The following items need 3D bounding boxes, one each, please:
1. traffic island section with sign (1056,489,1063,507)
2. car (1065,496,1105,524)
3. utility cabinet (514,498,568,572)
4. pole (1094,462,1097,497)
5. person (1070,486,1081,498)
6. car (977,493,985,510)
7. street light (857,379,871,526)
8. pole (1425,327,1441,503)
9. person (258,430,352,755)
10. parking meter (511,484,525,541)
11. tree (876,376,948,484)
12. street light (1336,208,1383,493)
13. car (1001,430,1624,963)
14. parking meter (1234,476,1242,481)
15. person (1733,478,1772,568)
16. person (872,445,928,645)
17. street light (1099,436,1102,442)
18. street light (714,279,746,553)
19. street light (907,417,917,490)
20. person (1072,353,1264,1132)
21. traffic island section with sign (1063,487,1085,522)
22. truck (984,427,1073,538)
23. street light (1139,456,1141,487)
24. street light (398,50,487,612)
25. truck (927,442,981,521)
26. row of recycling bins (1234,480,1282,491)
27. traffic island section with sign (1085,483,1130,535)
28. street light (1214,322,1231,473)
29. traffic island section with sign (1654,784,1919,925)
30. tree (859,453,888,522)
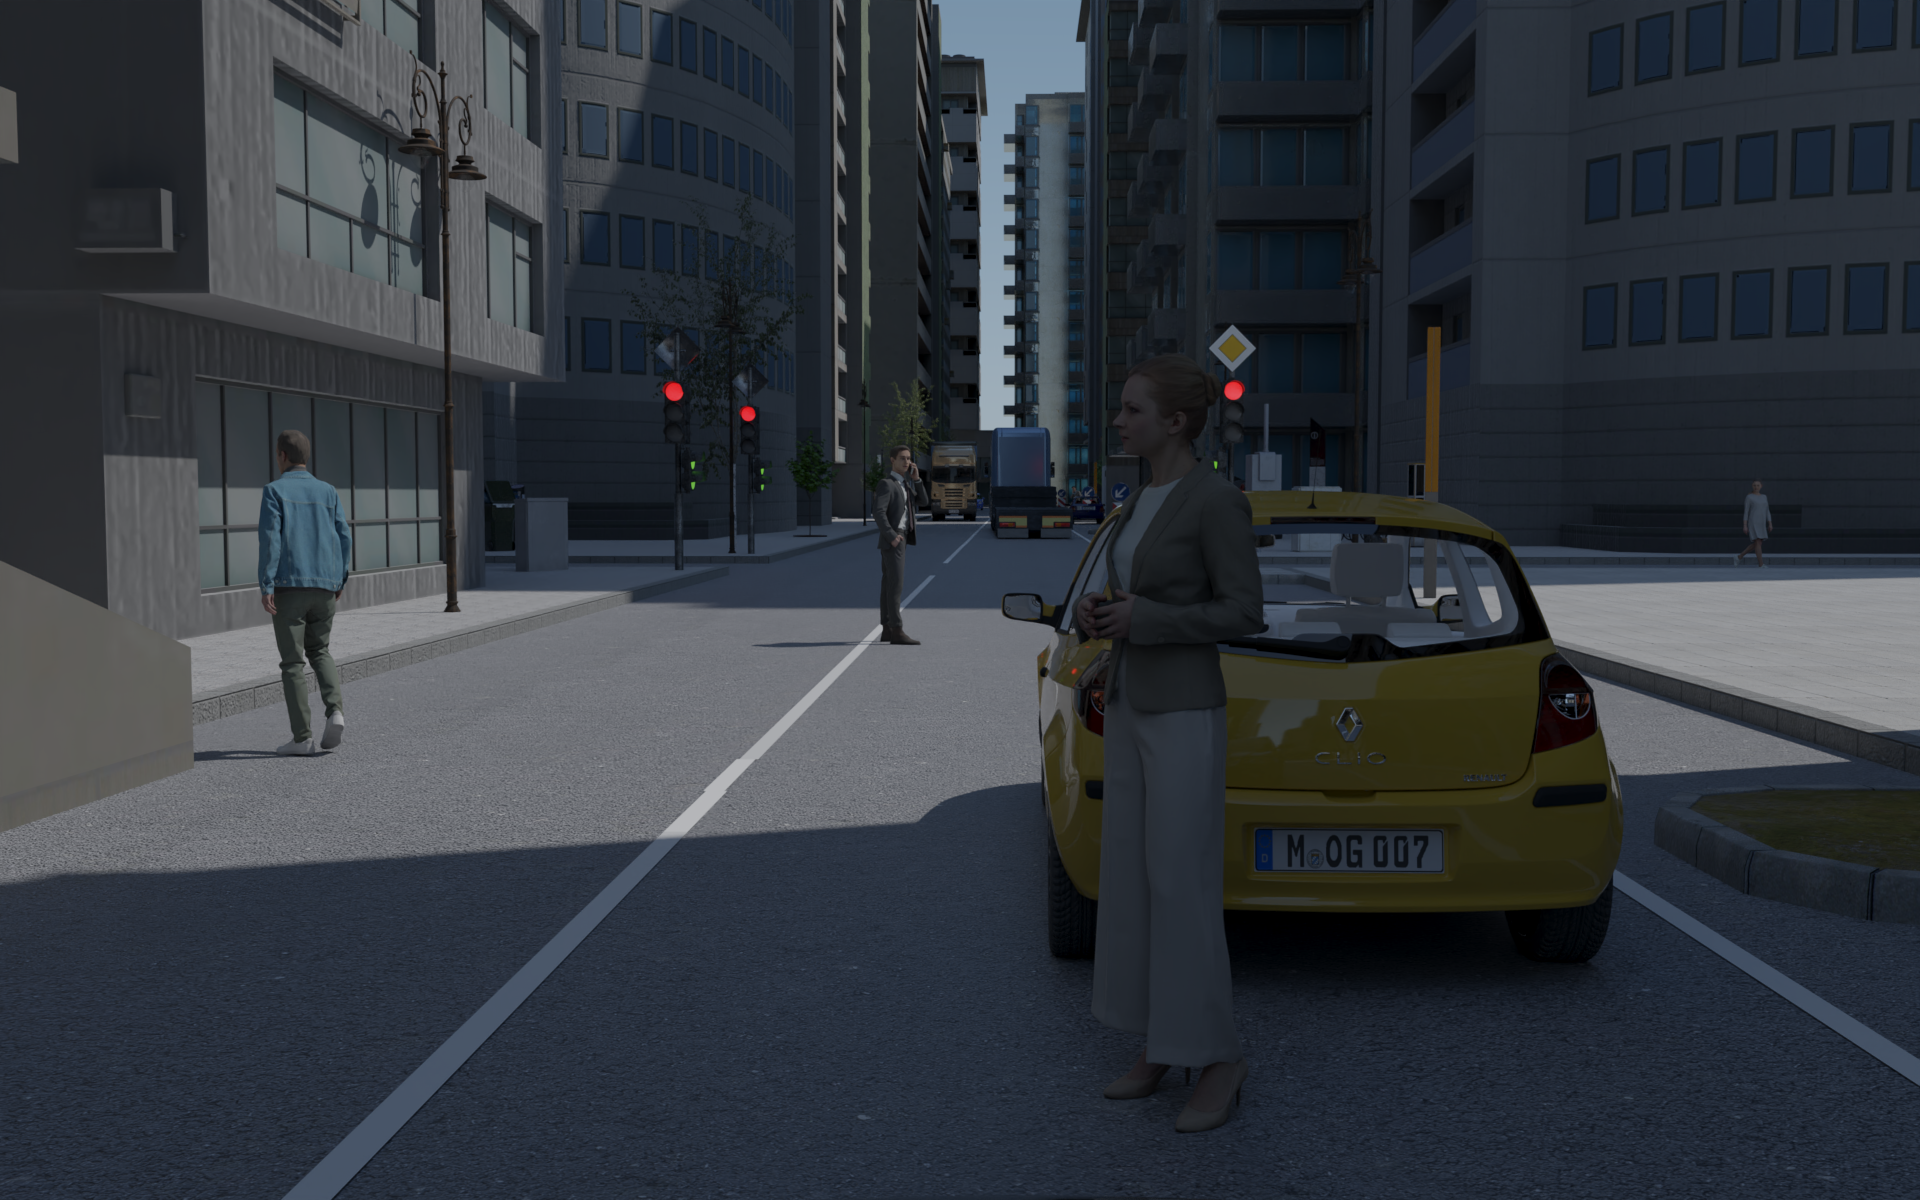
[{"bbox_3d":[8.916,-9.676,166.829,1.989,1.847,2.006,0,4,2],"label":"traffic island section with sign"},{"bbox_3d":[6.032,-4.321,83.232,1.945,1.354,3.894,0,4,1],"label":"car"},{"bbox_3d":[-7.009,-1.092,29.009,0.306,1.237,1.020,2,4,28],"label":"utility cabinet"},{"bbox_3d":[8.707,-7.189,111.383,0.158,3.312,0.155,0,3,0],"label":"pole"},{"bbox_3d":[6.050,-5.021,90.400,0.655,1.846,0.447,3,4,38],"label":"person"},{"bbox_3d":[1.209,-8.768,152.941,1.945,1.707,3.694,0,4,1],"label":"car"},{"bbox_3d":[-3.835,-5.918,69.544,0.468,5.910,1.993,0,4,2],"label":"street light"},{"bbox_3d":[5.805,-1.680,21.311,0.158,3.312,0.155,0,3,0],"label":"pole"},{"bbox_3d":[-3.596,-0.041,9.514,0.444,1.785,0.601,3,5,42],"label":"person"},{"bbox_3d":[-11.073,-2.136,43.327,0.372,1.533,0.369,0,3,0],"label":"parking meter"},{"bbox_3d":[-3.333,-9.681,108.649,4.737,8.622,4.395,0,3,0],"label":"tree"},{"bbox_3d":[6.510,-3.400,28.379,0.468,5.910,1.993,0,4,2],"label":"street light"},{"bbox_3d":[1.161,0.212,6.751,2.015,1.641,3.980,0,4,2],"label":"car"},{"bbox_3d":[9.009,-3.117,56.675,0.255,1.863,0.399,3,5,45],"label":"parking meter"},{"bbox_3d":[14.824,-1.413,32.359,0.466,1.731,0.760,-3,5,-44],"label":"person"},{"bbox_3d":[-0.561,-0.541,16.704,0.474,1.900,0.648,1,4,9],"label":"person"},{"bbox_3d":[9.177,-8.482,111.473,0.468,5.910,1.993,0,4,2],"label":"street light"},{"bbox_3d":[-4.933,-3.947,37.322,0.468,5.910,1.993,0,4,2],"label":"street light"},{"bbox_3d":[-2.835,-7.913,102.167,0.468,5.910,1.993,0,4,2],"label":"street light"},{"bbox_3d":[0.453,0.304,4.079,0.362,1.759,0.519,-2,4,-25],"label":"person"},{"bbox_3d":[6.435,-4.899,88.725,1.989,1.847,2.006,0,4,2],"label":"traffic island section with sign"},{"bbox_3d":[2.423,-4.545,64.064,2.967,4.110,18.799,0,4,0],"label":"truck"},{"bbox_3d":[8.205,-6.487,78.845,0.468,5.910,1.993,0,4,2],"label":"street light"},{"bbox_3d":[-5.525,-2.806,18.668,0.468,5.910,1.993,0,4,2],"label":"street light"},{"bbox_3d":[-0.314,-6.467,94.649,2.839,4.237,11.283,0,3,0],"label":"truck"},{"bbox_3d":[8.346,-2.663,50.656,1.069,1.692,3.534,-1,4,-19],"label":"row of recycling bins"},{"bbox_3d":[5.577,-3.251,61.783,1.989,1.847,2.006,0,4,2],"label":"traffic island section with sign"},{"bbox_3d":[7.122,-4.512,46.561,0.468,5.910,1.993,0,4,2],"label":"street light"},{"bbox_3d":[3.818,0.126,6.568,1.989,1.847,2.006,0,4,2],"label":"traffic island section with sign"},{"bbox_3d":[-3.777,-5.269,80.744,1.663,3.219,1.824,0,3,0],"label":"tree"}]
